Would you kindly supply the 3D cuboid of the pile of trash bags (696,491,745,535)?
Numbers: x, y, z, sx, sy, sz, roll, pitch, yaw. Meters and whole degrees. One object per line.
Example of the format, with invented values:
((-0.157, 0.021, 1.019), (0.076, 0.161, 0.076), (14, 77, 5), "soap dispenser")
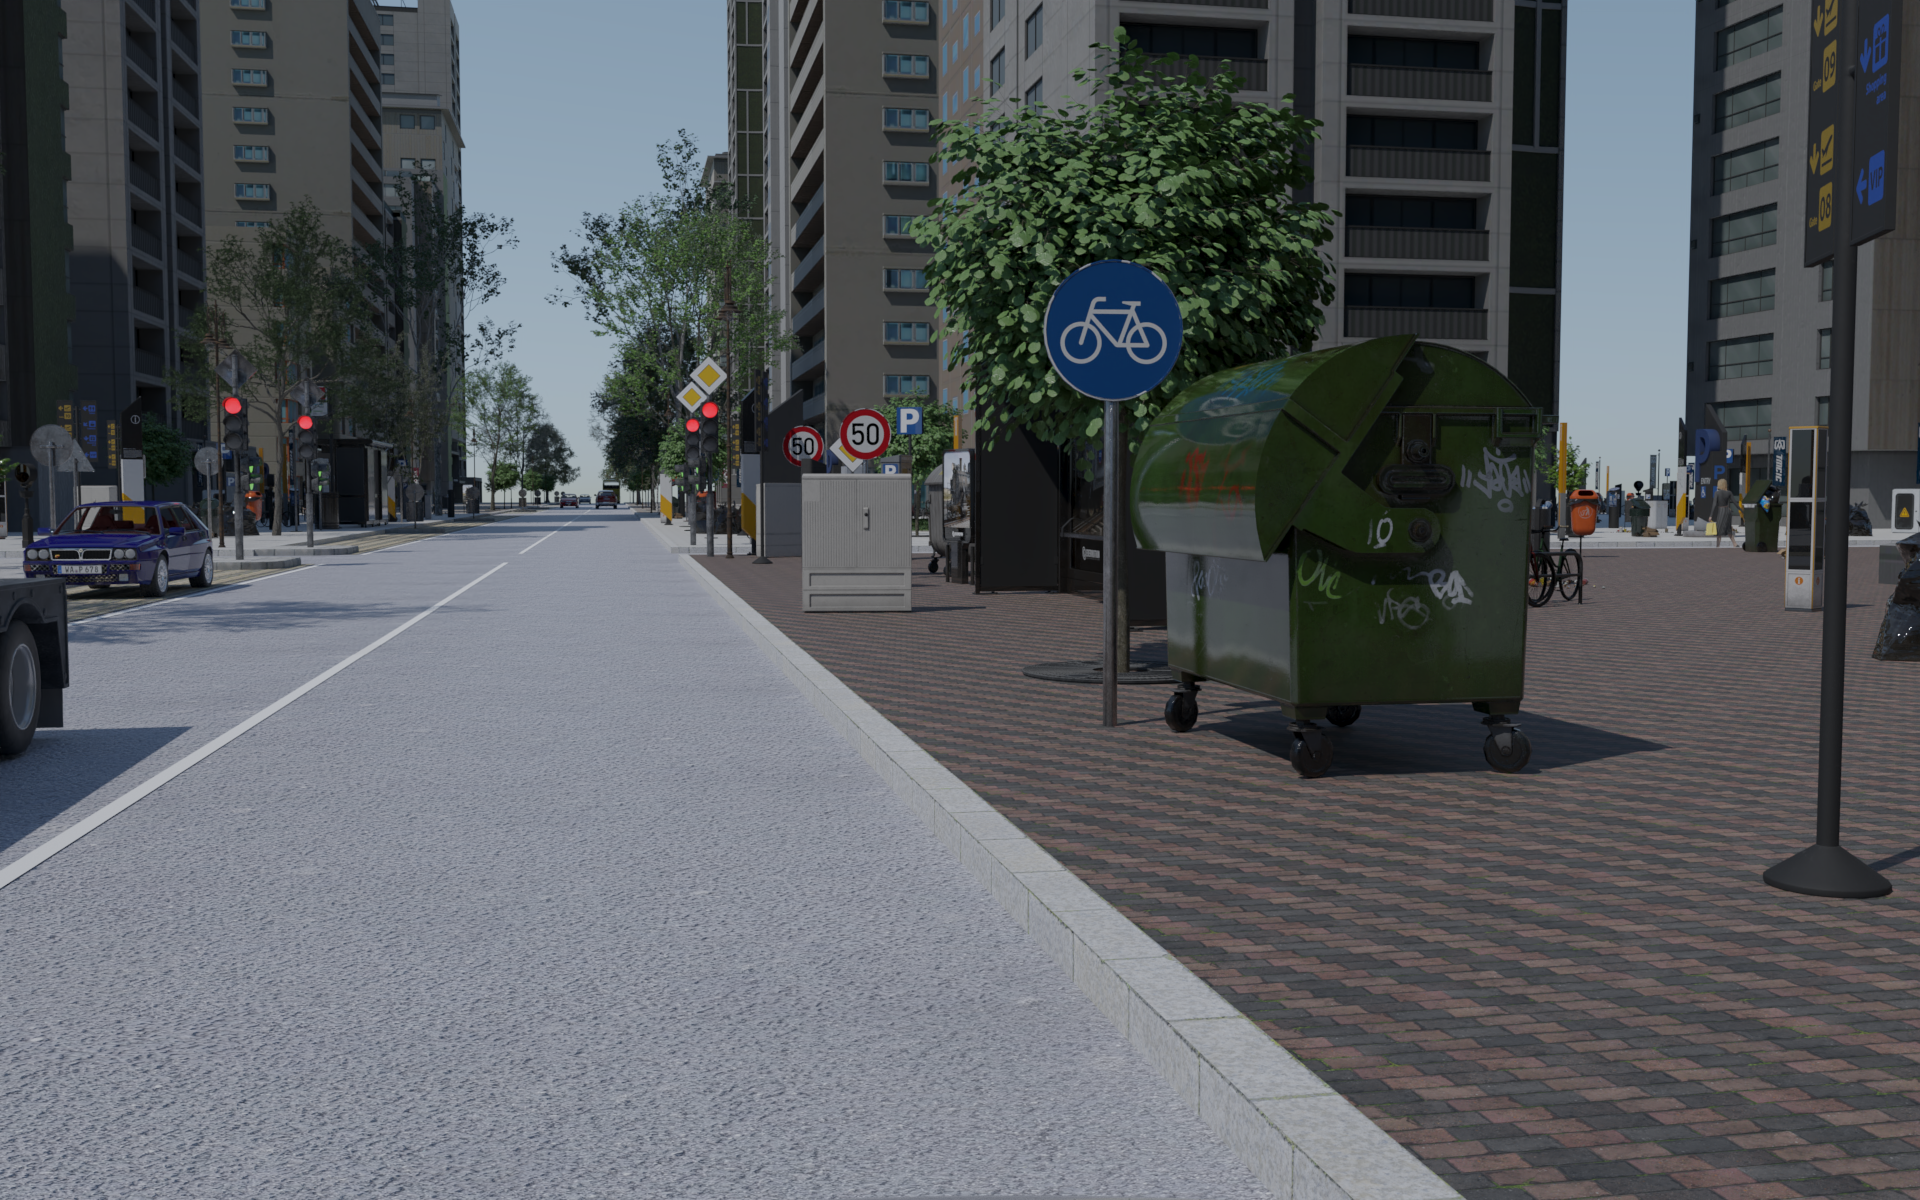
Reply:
((-7.848, -2.855, 56.432), (1.912, 1.369, 3.447), (-2, 4, -30), "pile of trash bags")

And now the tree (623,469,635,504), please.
((-29.776, -11.009, 163.714), (4.285, 4.588, 4.351), (0, 3, 0), "tree")

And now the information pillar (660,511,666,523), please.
((-12.968, -4.380, 76.100), (0.304, 2.012, 0.304), (1, 4, 16), "information pillar")

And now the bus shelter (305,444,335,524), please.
((-28.246, -5.332, 78.469), (1.731, 3.624, 6.357), (-1, 4, -11), "bus shelter")

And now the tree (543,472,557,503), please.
((-53.065, -14.120, 214.581), (4.285, 4.588, 4.351), (0, 3, 0), "tree")

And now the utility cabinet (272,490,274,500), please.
((-40.341, -5.655, 101.142), (0.318, 1.500, 1.173), (-2, 4, -31), "utility cabinet")

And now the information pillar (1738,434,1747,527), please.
((30.596, -4.669, 67.688), (0.183, 3.616, 0.504), (3, 5, 40), "information pillar")

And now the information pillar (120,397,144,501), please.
((-19.834, -3.069, 41.539), (0.183, 3.616, 0.504), (3, 5, 45), "information pillar")

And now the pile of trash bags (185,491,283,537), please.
((-22.573, -2.680, 53.572), (1.912, 1.369, 3.447), (0, 4, 6), "pile of trash bags")

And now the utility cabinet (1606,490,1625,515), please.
((40.388, -5.995, 106.699), (1.173, 1.500, 0.318), (-1, 4, -23), "utility cabinet")

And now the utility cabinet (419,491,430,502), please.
((-33.685, -6.088, 108.215), (0.318, 1.500, 1.173), (3, 4, 39), "utility cabinet")

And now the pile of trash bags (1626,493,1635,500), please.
((44.905, -6.638, 118.280), (3.447, 1.369, 1.912), (-2, 4, -35), "pile of trash bags")

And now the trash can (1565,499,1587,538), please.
((18.135, -2.403, 50.944), (0.748, 1.137, 0.748), (0, 3, 0), "trash can")

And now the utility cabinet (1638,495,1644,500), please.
((34.511, -4.685, 87.756), (0.306, 1.237, 1.020), (1, 4, 22), "utility cabinet")

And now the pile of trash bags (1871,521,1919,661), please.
((8.680, -0.195, 12.939), (1.912, 1.369, 3.447), (-3, 5, -42), "pile of trash bags")

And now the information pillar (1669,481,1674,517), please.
((39.117, -5.534, 94.966), (0.304, 2.012, 0.304), (-1, 4, -21), "information pillar")

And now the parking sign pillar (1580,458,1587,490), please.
((45.831, -8.539, 128.083), (1.447, 3.967, 1.447), (3, 5, 45), "parking sign pillar")

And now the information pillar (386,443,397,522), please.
((-26.214, -5.400, 79.647), (0.183, 3.616, 0.504), (3, 4, 37), "information pillar")

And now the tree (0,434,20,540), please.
((-27.672, -3.324, 48.941), (1.663, 3.219, 1.824), (0, 3, 0), "tree")

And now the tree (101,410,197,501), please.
((-31.551, -5.121, 67.437), (4.285, 4.588, 4.351), (0, 3, 0), "tree")

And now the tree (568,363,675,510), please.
((-24.130, -13.788, 135.796), (12.009, 13.543, 11.850), (0, 3, 0), "tree")

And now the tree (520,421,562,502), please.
((-64.326, -21.586, 269.940), (9.611, 12.733, 9.660), (0, 3, 0), "tree")

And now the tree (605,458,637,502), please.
((-40.852, -18.340, 217.989), (7.486, 12.596, 7.792), (0, 3, 0), "tree")

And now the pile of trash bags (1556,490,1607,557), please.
((11.238, -1.562, 35.295), (3.447, 1.369, 1.912), (1, 4, 9), "pile of trash bags")

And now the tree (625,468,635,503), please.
((-45.044, -17.672, 239.294), (4.737, 8.622, 4.395), (0, 3, 0), "tree")

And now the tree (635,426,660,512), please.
((-21.656, -10.644, 124.383), (4.360, 8.622, 3.978), (0, 3, 0), "tree")

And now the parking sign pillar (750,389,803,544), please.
((-4.678, -3.419, 44.377), (1.447, 3.967, 1.447), (-2, 4, -34), "parking sign pillar")

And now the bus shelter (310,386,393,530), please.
((-23.568, -5.455, 66.825), (2.179, 5.291, 8.768), (-1, 4, -11), "bus shelter")

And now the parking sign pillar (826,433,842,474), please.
((-5.479, -5.339, 75.770), (1.447, 3.967, 1.447), (-1, 4, -16), "parking sign pillar")

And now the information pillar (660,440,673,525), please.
((-12.074, -4.884, 71.205), (0.504, 3.616, 0.183), (0, 4, 5), "information pillar")

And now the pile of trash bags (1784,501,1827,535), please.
((27.943, -2.889, 56.980), (3.447, 1.369, 1.912), (1, 4, 15), "pile of trash bags")

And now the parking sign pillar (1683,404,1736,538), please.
((22.316, -3.854, 51.483), (1.447, 3.967, 1.447), (0, 4, 2), "parking sign pillar")

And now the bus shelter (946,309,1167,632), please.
((1.269, -1.705, 19.155), (1.731, 3.624, 6.357), (-1, 4, -11), "bus shelter")

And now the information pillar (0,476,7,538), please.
((-28.299, -2.848, 51.061), (0.304, 2.012, 0.304), (-2, 4, -34), "information pillar")

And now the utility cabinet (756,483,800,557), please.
((-3.592, -1.623, 35.215), (1.173, 1.500, 0.318), (-3, 5, -44), "utility cabinet")

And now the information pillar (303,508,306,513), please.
((-42.481, -6.599, 112.384), (0.304, 2.012, 0.304), (-1, 4, -17), "information pillar")

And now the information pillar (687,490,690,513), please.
((-18.442, -6.938, 117.925), (0.304, 2.012, 0.304), (-2, 4, -27), "information pillar")

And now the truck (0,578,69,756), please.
((-4.344, -0.671, 0.735), (2.967, 4.110, 18.799), (-1, 4, -13), "truck")

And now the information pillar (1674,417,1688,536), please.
((21.953, -3.751, 52.683), (0.183, 3.616, 0.504), (0, 4, 1), "information pillar")

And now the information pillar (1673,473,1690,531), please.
((25.180, -3.415, 60.330), (0.304, 2.012, 0.304), (-2, 4, -27), "information pillar")

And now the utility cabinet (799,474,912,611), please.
((-1.115, -0.617, 18.771), (1.173, 1.500, 0.318), (0, 4, -3), "utility cabinet")

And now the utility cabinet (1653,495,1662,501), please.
((41.029, -5.511, 101.260), (1.020, 1.237, 0.306), (1, 4, 13), "utility cabinet")

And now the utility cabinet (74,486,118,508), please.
((-23.226, -2.316, 46.546), (1.173, 1.500, 0.318), (1, 4, 17), "utility cabinet")

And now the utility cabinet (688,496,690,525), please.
((-10.982, -3.705, 71.744), (0.306, 1.237, 1.020), (-2, 4, -27), "utility cabinet")

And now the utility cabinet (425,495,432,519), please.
((-27.089, -4.716, 88.268), (0.306, 1.237, 1.020), (-1, 4, -14), "utility cabinet")

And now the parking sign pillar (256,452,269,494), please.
((-42.650, -7.175, 105.789), (1.447, 3.967, 1.447), (0, 4, 6), "parking sign pillar")

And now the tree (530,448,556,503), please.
((-62.557, -18.946, 260.129), (4.360, 8.622, 3.978), (0, 3, 0), "tree")

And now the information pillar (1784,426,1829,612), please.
((9.245, -0.883, 18.926), (0.304, 2.012, 0.304), (-3, 5, -43), "information pillar")

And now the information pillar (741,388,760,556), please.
((-4.337, -2.740, 36.156), (0.504, 3.616, 0.183), (-3, 5, -40), "information pillar")
